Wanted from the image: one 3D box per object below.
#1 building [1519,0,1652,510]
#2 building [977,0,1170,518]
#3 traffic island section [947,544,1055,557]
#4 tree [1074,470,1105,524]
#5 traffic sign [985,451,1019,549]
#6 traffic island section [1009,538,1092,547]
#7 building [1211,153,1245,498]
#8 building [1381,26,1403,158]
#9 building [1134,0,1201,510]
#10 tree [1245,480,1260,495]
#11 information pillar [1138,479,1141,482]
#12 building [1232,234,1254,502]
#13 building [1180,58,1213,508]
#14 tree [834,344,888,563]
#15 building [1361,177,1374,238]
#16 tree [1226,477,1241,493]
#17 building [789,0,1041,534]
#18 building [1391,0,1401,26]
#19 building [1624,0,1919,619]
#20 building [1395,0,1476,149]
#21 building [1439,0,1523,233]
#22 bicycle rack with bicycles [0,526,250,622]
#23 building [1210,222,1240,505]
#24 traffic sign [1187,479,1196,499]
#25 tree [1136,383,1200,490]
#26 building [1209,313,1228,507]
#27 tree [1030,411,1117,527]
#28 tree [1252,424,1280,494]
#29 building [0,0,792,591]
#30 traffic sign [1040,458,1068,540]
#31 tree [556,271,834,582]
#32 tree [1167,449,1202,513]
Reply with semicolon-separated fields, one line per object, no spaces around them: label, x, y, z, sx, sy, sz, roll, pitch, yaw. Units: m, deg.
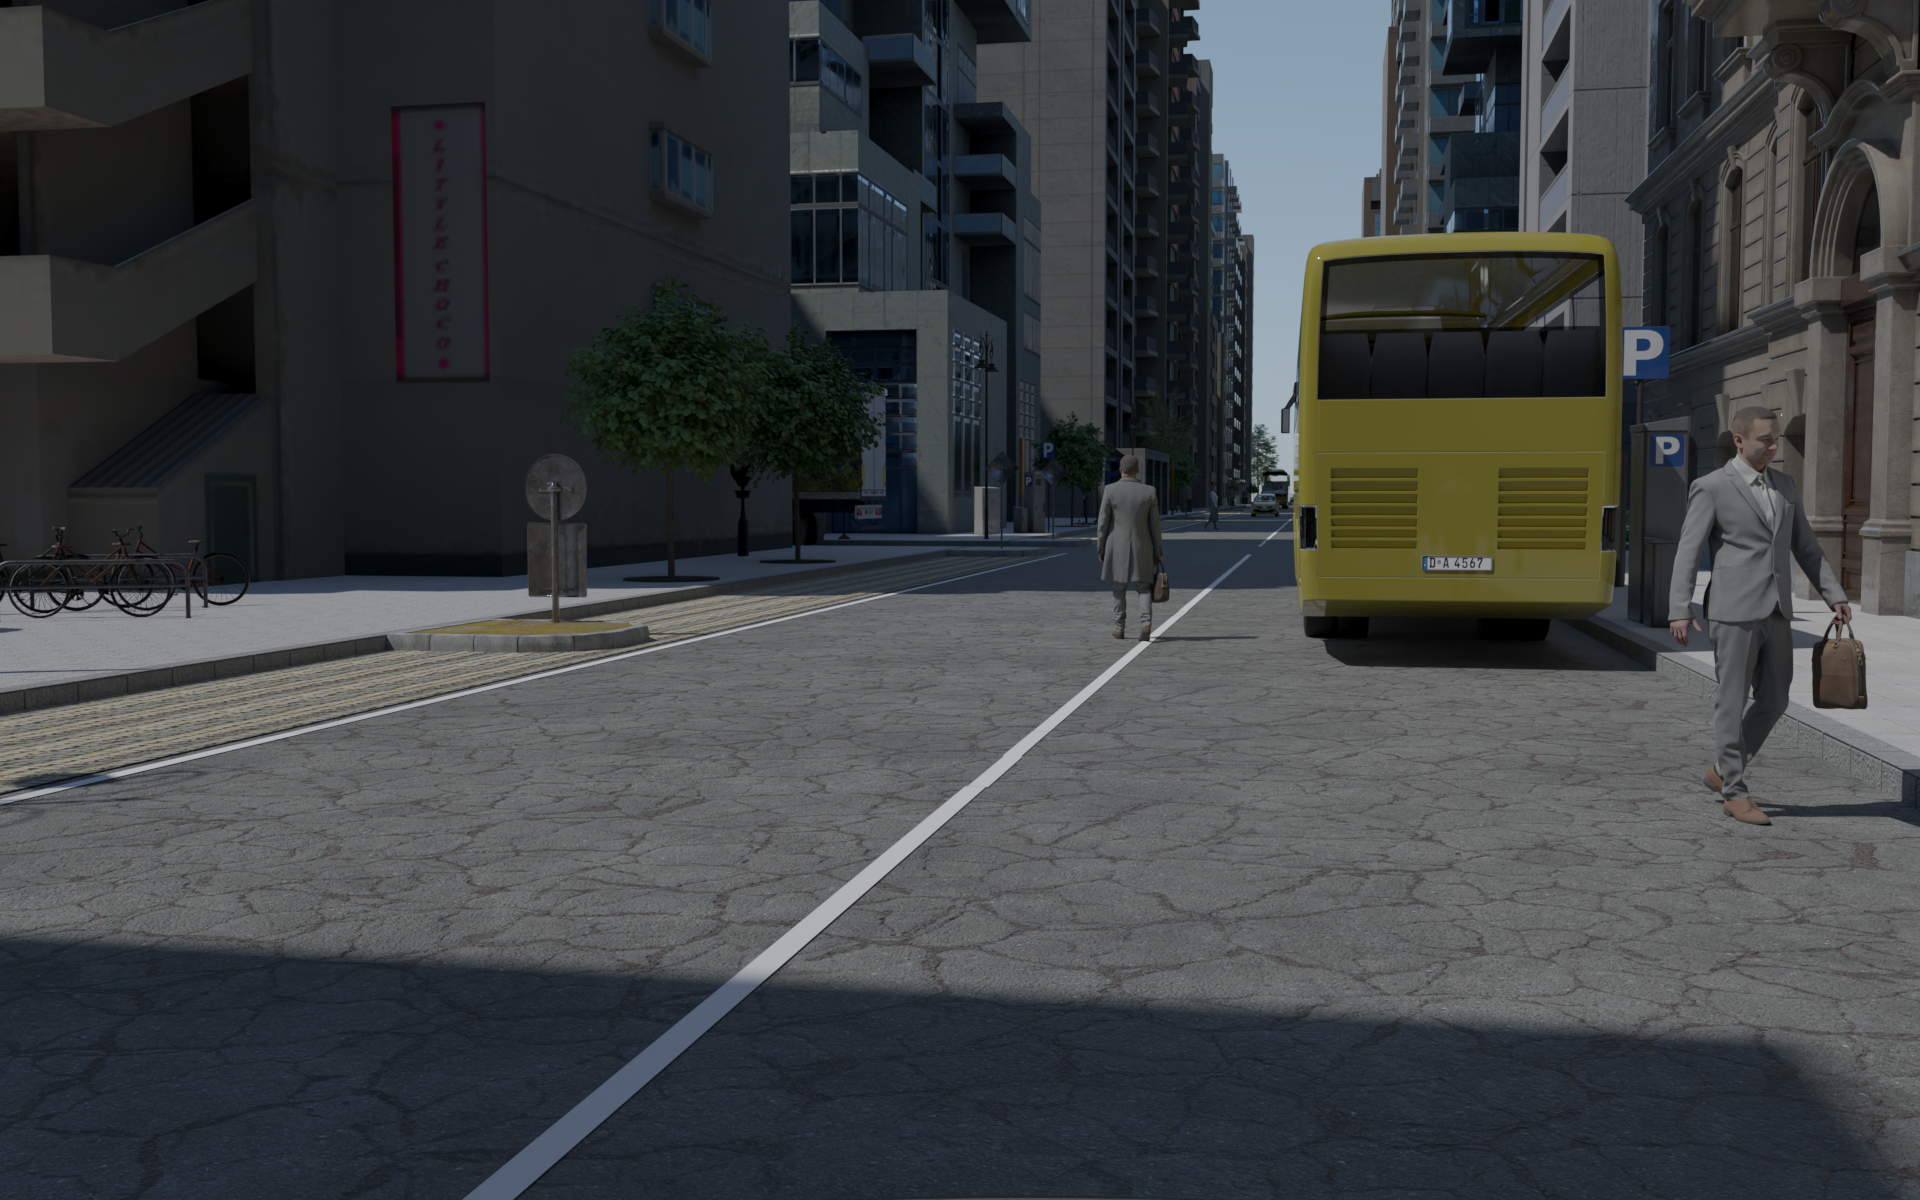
building;32.462;-31.125;50.893;28.212;58.520;21.231;1;4;12
building;1.981;-40.633;102.604;20.563;71.187;20.611;1;4;12
traffic island section;0.958;-1.126;40.695;2.009;0.180;2.903;1;4;12
tree;5.524;-4.863;74.103;1.663;3.219;1.824;0;3;0
traffic sign;0.982;-2.262;40.628;0.795;2.450;0.064;1;4;12
traffic island section;2.587;-1.604;48.512;2.009;0.180;2.903;1;4;12
building;28.245;-38.286;245.581;23.786;49.044;30.456;1;4;12
building;46.769;-31.353;162.726;14.600;45.320;14.200;1;4;12
building;7.563;-29.646;139.342;22.147;44.769;28.867;1;4;12
tree;39.790;-14.853;237.450;1.663;3.219;1.824;0;3;0
information pillar;8.857;-5.017;86.515;0.304;2.012;0.304;0;4;1
building;37.736;-35.655;266.554;14.154;41.232;14.086;1;4;12
building;15.658;-29.117;159.665;14.154;41.232;14.086;1;4;12
tree;-3.099;-2.984;32.503;4.285;4.588;4.351;0;3;0
building;61.899;-35.886;236.845;14.600;45.320;14.200;1;4;12
tree;31.192;-12.490;198.809;1.663;3.219;1.824;0;3;0
building;-8.157;-46.306;69.776;22.319;86.520;31.000;1;4;12
building;52.831;-45.286;178.672;20.563;71.187;20.611;1;4;12
building;15.671;-12.160;17.906;14.460;24.649;34.723;1;4;12
building;46.710;-31.800;139.541;23.786;49.044;30.456;1;4;12
building;34.472;-47.530;89.791;22.319;86.520;31.000;1;4;12
bicycle rack with bicycles;-9.276;-0.314;18.516;2.925;0.926;2.852;-1;4;-17
building;19.210;-32.294;219.892;32.217;40.220;23.993;1;4;12
traffic sign;16.320;-7.491;122.591;0.768;2.556;0.104;1;4;17
tree;13.699;-10.090;115.328;4.737;8.622;4.395;0;3;0
building;13.538;-20.659;182.806;27.650;21.520;28.899;1;4;12
tree;4.437;-5.142;67.792;4.285;4.588;4.351;0;3;0
tree;47.867;-22.056;278.744;7.486;12.596;7.792;0;3;0
building;-16.450;-24.949;31.614;21.600;48.544;21.300;1;4;12
traffic sign;2.612;-2.740;48.446;0.795;2.450;0.064;1;4;12
tree;-4.222;-2.570;25.733;4.285;4.588;4.351;0;3;0
tree;15.023;-8.308;119.543;4.285;4.588;4.351;0;3;0
